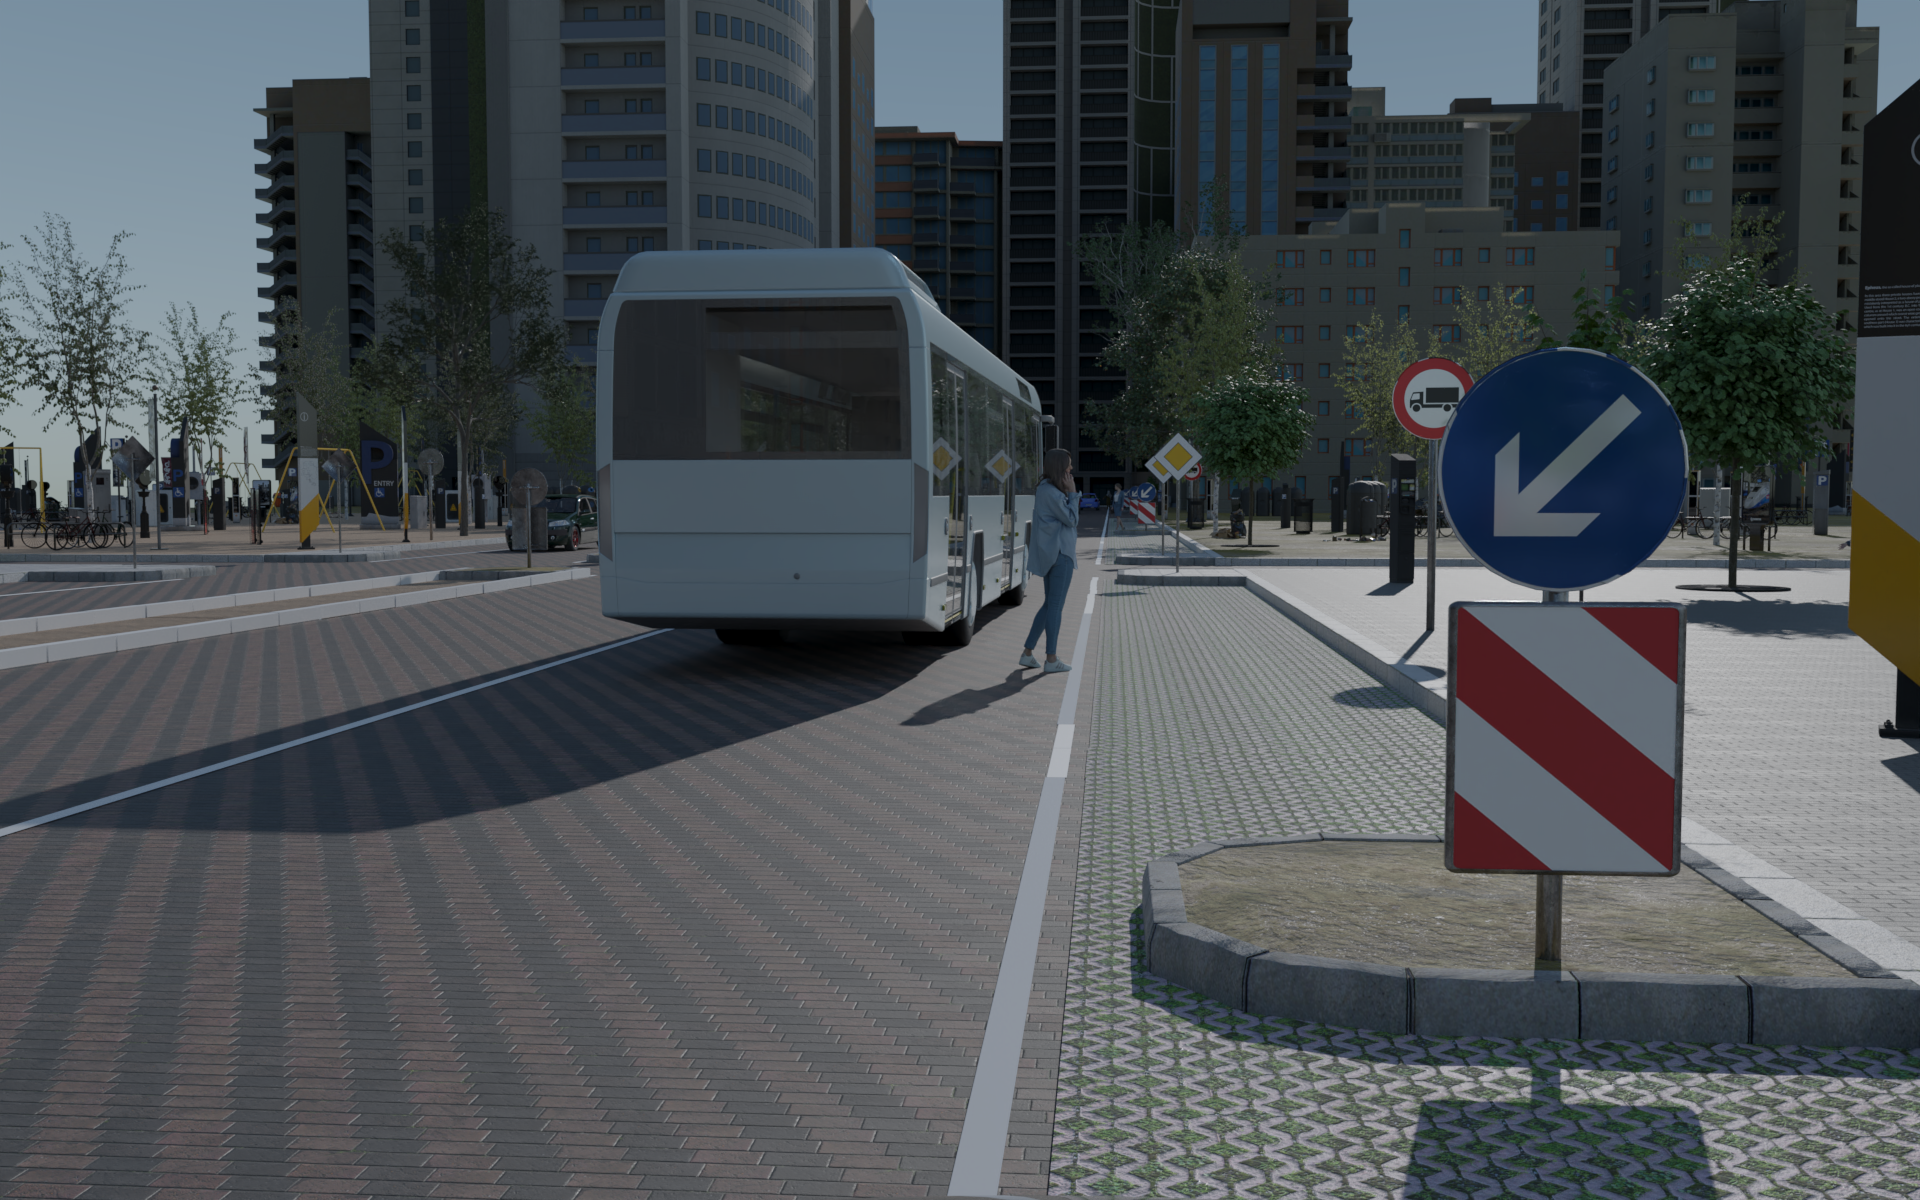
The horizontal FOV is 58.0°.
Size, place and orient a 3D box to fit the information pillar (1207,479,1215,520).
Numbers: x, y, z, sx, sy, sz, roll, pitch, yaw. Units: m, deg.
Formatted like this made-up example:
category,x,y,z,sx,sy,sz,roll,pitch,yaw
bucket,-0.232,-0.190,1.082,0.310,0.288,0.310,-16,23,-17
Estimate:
category,x,y,z,sx,sy,sz,roll,pitch,yaw
information pillar,12.616,-5.047,87.017,0.304,2.012,0.304,-3,4,-36

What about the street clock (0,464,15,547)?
category,x,y,z,sx,sy,sz,roll,pitch,yaw
street clock,-23.128,-2.293,42.064,0.358,2.002,0.471,-1,4,-21

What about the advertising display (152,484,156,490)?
category,x,y,z,sx,sy,sz,roll,pitch,yaw
advertising display,-49.732,-6.270,107.725,0.974,1.923,0.123,0,4,4

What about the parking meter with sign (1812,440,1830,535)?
category,x,y,z,sx,sy,sz,roll,pitch,yaw
parking meter with sign,27.241,-3.582,54.827,0.543,3.016,1.738,1,4,23

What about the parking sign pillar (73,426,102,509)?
category,x,y,z,sx,sy,sz,roll,pitch,yaw
parking sign pillar,-34.358,-4.879,68.241,1.447,3.967,1.447,0,4,5

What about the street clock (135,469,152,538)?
category,x,y,z,sx,sy,sz,roll,pitch,yaw
street clock,-23.732,-2.802,50.375,0.358,2.002,0.471,2,4,24

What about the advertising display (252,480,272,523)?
category,x,y,z,sx,sy,sz,roll,pitch,yaw
advertising display,-31.278,-4.429,77.630,0.974,1.923,0.123,1,4,20

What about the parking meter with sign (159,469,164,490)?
category,x,y,z,sx,sy,sz,roll,pitch,yaw
parking meter with sign,-45.277,-6.240,98.291,0.543,3.016,1.738,0,4,-3

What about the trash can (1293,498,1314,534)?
category,x,y,z,sx,sy,sz,roll,pitch,yaw
trash can,11.069,-2.702,55.833,0.748,1.137,0.748,0,3,0

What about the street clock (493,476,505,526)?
category,x,y,z,sx,sy,sz,roll,pitch,yaw
street clock,-18.235,-3.915,68.581,0.471,2.002,0.358,-1,4,-18

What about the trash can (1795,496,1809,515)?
category,x,y,z,sx,sy,sz,roll,pitch,yaw
trash can,51.320,-5.745,105.581,0.748,1.137,0.748,0,3,0

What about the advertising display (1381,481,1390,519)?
category,x,y,z,sx,sy,sz,roll,pitch,yaw
advertising display,21.468,-5.061,87.956,0.974,1.923,0.123,-3,4,-38

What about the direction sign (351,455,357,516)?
category,x,y,z,sx,sy,sz,roll,pitch,yaw
direction sign,-36.559,-6.831,103.676,0.379,3.537,0.876,1,4,18

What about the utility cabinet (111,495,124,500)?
category,x,y,z,sx,sy,sz,roll,pitch,yaw
utility cabinet,-51.093,-5.718,104.656,1.020,1.237,0.306,0,4,-1

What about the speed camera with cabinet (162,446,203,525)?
category,x,y,z,sx,sy,sz,roll,pitch,yaw
speed camera with cabinet,-32.262,-4.703,71.232,2.038,3.252,0.660,-1,4,-11

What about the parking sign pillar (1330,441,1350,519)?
category,x,y,z,sx,sy,sz,roll,pitch,yaw
parking sign pillar,19.802,-6.162,89.220,1.447,3.967,1.447,1,4,10

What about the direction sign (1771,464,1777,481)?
category,x,y,z,sx,sy,sz,roll,pitch,yaw
direction sign,48.002,-6.762,102.562,0.876,3.537,0.379,-2,4,-24

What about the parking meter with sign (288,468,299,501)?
category,x,y,z,sx,sy,sz,roll,pitch,yaw
parking meter with sign,-44.378,-7.296,115.545,0.543,3.016,1.738,-2,4,-31

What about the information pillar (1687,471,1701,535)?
category,x,y,z,sx,sy,sz,roll,pitch,yaw
information pillar,23.000,-3.045,54.283,0.304,2.012,0.304,2,4,35

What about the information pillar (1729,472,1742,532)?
category,x,y,z,sx,sy,sz,roll,pitch,yaw
information pillar,25.701,-3.234,57.372,0.304,2.012,0.304,1,4,10

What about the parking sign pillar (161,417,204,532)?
category,x,y,z,sx,sy,sz,roll,pitch,yaw
parking sign pillar,-26.950,-4.368,59.882,1.447,3.967,1.447,-1,4,-17

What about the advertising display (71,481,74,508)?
category,x,y,z,sx,sy,sz,roll,pitch,yaw
advertising display,-42.250,-4.756,82.975,0.974,1.923,0.123,2,4,33

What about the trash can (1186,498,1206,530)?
category,x,y,z,sx,sy,sz,roll,pitch,yaw
trash can,8.550,-3.127,62.773,0.748,1.137,0.748,0,3,0

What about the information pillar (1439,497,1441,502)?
category,x,y,z,sx,sy,sz,roll,pitch,yaw
information pillar,23.997,-5.780,85.864,0.504,3.616,0.183,2,4,27

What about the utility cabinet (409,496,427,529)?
category,x,y,z,sx,sy,sz,roll,pitch,yaw
utility cabinet,-20.191,-3.268,64.600,0.306,1.237,1.020,0,4,2

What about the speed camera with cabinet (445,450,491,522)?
category,x,y,z,sx,sy,sz,roll,pitch,yaw
speed camera with cabinet,-22.242,-5.129,78.187,2.038,3.252,0.660,1,4,13

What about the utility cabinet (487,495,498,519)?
category,x,y,z,sx,sy,sz,roll,pitch,yaw
utility cabinet,-23.830,-4.697,87.951,0.306,1.237,1.020,-3,5,-42

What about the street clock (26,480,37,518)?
category,x,y,z,sx,sy,sz,roll,pitch,yaw
street clock,-47.192,-5.108,88.083,0.471,2.002,0.358,-3,5,-44

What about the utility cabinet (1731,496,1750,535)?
category,x,y,z,sx,sy,sz,roll,pitch,yaw
utility cabinet,24.561,-2.639,54.303,1.020,1.237,0.306,-3,4,-37

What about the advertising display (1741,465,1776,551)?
category,x,y,z,sx,sy,sz,roll,pitch,yaw
advertising display,18.070,-2.081,39.233,0.123,1.923,0.974,-1,4,-13

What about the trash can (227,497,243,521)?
category,x,y,z,sx,sy,sz,roll,pitch,yaw
trash can,-34.627,-4.348,82.737,0.748,1.137,0.748,0,3,0

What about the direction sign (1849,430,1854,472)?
category,x,y,z,sx,sy,sz,roll,pitch,yaw
direction sign,31.693,-4.208,60.801,0.876,3.537,0.379,1,4,23

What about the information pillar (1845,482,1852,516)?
category,x,y,z,sx,sy,sz,roll,pitch,yaw
information pillar,52.611,-5.992,102.468,0.304,2.012,0.304,-3,5,-43

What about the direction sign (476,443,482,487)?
category,x,y,z,sx,sy,sz,roll,pitch,yaw
direction sign,-21.359,-5.194,76.917,0.379,3.537,0.876,-2,4,-29

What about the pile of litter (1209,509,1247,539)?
category,x,y,z,sx,sy,sz,roll,pitch,yaw
pile of litter,7.797,-2.220,50.269,1.176,0.858,1.719,2,4,28

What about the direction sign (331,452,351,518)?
category,x,y,z,sx,sy,sz,roll,pitch,yaw
direction sign,-33.582,-6.212,93.569,0.876,3.537,0.379,1,4,21

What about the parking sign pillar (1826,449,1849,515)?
category,x,y,z,sx,sy,sz,roll,pitch,yaw
parking sign pillar,52.991,-7.103,104.602,1.447,3.967,1.447,-1,4,-21

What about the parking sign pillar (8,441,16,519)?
category,x,y,z,sx,sy,sz,roll,pitch,yaw
parking sign pillar,-48.907,-6.101,88.225,1.447,3.967,1.447,-3,4,-38

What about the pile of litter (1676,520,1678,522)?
category,x,y,z,sx,sy,sz,roll,pitch,yaw
pile of litter,32.476,-3.944,78.457,1.176,0.858,1.719,-1,4,-14

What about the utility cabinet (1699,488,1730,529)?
category,x,y,z,sx,sy,sz,roll,pitch,yaw
utility cabinet,27.646,-3.356,63.556,1.173,1.500,0.318,3,5,42

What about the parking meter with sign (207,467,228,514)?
category,x,y,z,sx,sy,sz,roll,pitch,yaw
parking meter with sign,-47.668,-7.042,111.399,1.738,3.016,0.543,2,4,34

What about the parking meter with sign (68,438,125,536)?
category,x,y,z,sx,sy,sz,roll,pitch,yaw
parking meter with sign,-26.542,-3.485,53.236,0.543,3.016,1.738,1,4,23

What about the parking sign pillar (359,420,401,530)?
category,x,y,z,sx,sy,sz,roll,pitch,yaw
parking sign pillar,-21.168,-4.566,63.121,1.447,3.967,1.447,-1,4,-16

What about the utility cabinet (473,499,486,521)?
category,x,y,z,sx,sy,sz,roll,pitch,yaw
utility cabinet,-22.614,-4.455,81.520,0.318,1.500,1.173,-2,4,-29

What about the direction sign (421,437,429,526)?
category,x,y,z,sx,sy,sz,roll,pitch,yaw
direction sign,-21.462,-4.726,69.266,0.379,3.537,0.876,-1,4,-23

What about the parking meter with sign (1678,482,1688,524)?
category,x,y,z,sx,sy,sz,roll,pitch,yaw
parking meter with sign,31.781,-4.846,75.491,1.738,3.016,0.543,-1,4,-12

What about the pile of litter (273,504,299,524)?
category,x,y,z,sx,sy,sz,roll,pitch,yaw
pile of litter,-28.910,-3.682,74.171,1.176,0.858,1.719,0,4,6

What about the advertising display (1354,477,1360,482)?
category,x,y,z,sx,sy,sz,roll,pitch,yaw
advertising display,15.021,-3.690,65.550,0.123,1.923,0.974,0,4,8

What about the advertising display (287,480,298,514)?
category,x,y,z,sx,sy,sz,roll,pitch,yaw
advertising display,-31.527,-4.687,81.853,0.123,1.923,0.974,0,4,0

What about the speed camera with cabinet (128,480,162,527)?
category,x,y,z,sx,sy,sz,roll,pitch,yaw
speed camera with cabinet,-32.413,-4.546,68.665,0.660,3.252,2.038,-3,4,-39

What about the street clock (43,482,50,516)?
category,x,y,z,sx,sy,sz,roll,pitch,yaw
street clock,-53.306,-5.895,100.957,0.471,2.002,0.358,0,4,8
